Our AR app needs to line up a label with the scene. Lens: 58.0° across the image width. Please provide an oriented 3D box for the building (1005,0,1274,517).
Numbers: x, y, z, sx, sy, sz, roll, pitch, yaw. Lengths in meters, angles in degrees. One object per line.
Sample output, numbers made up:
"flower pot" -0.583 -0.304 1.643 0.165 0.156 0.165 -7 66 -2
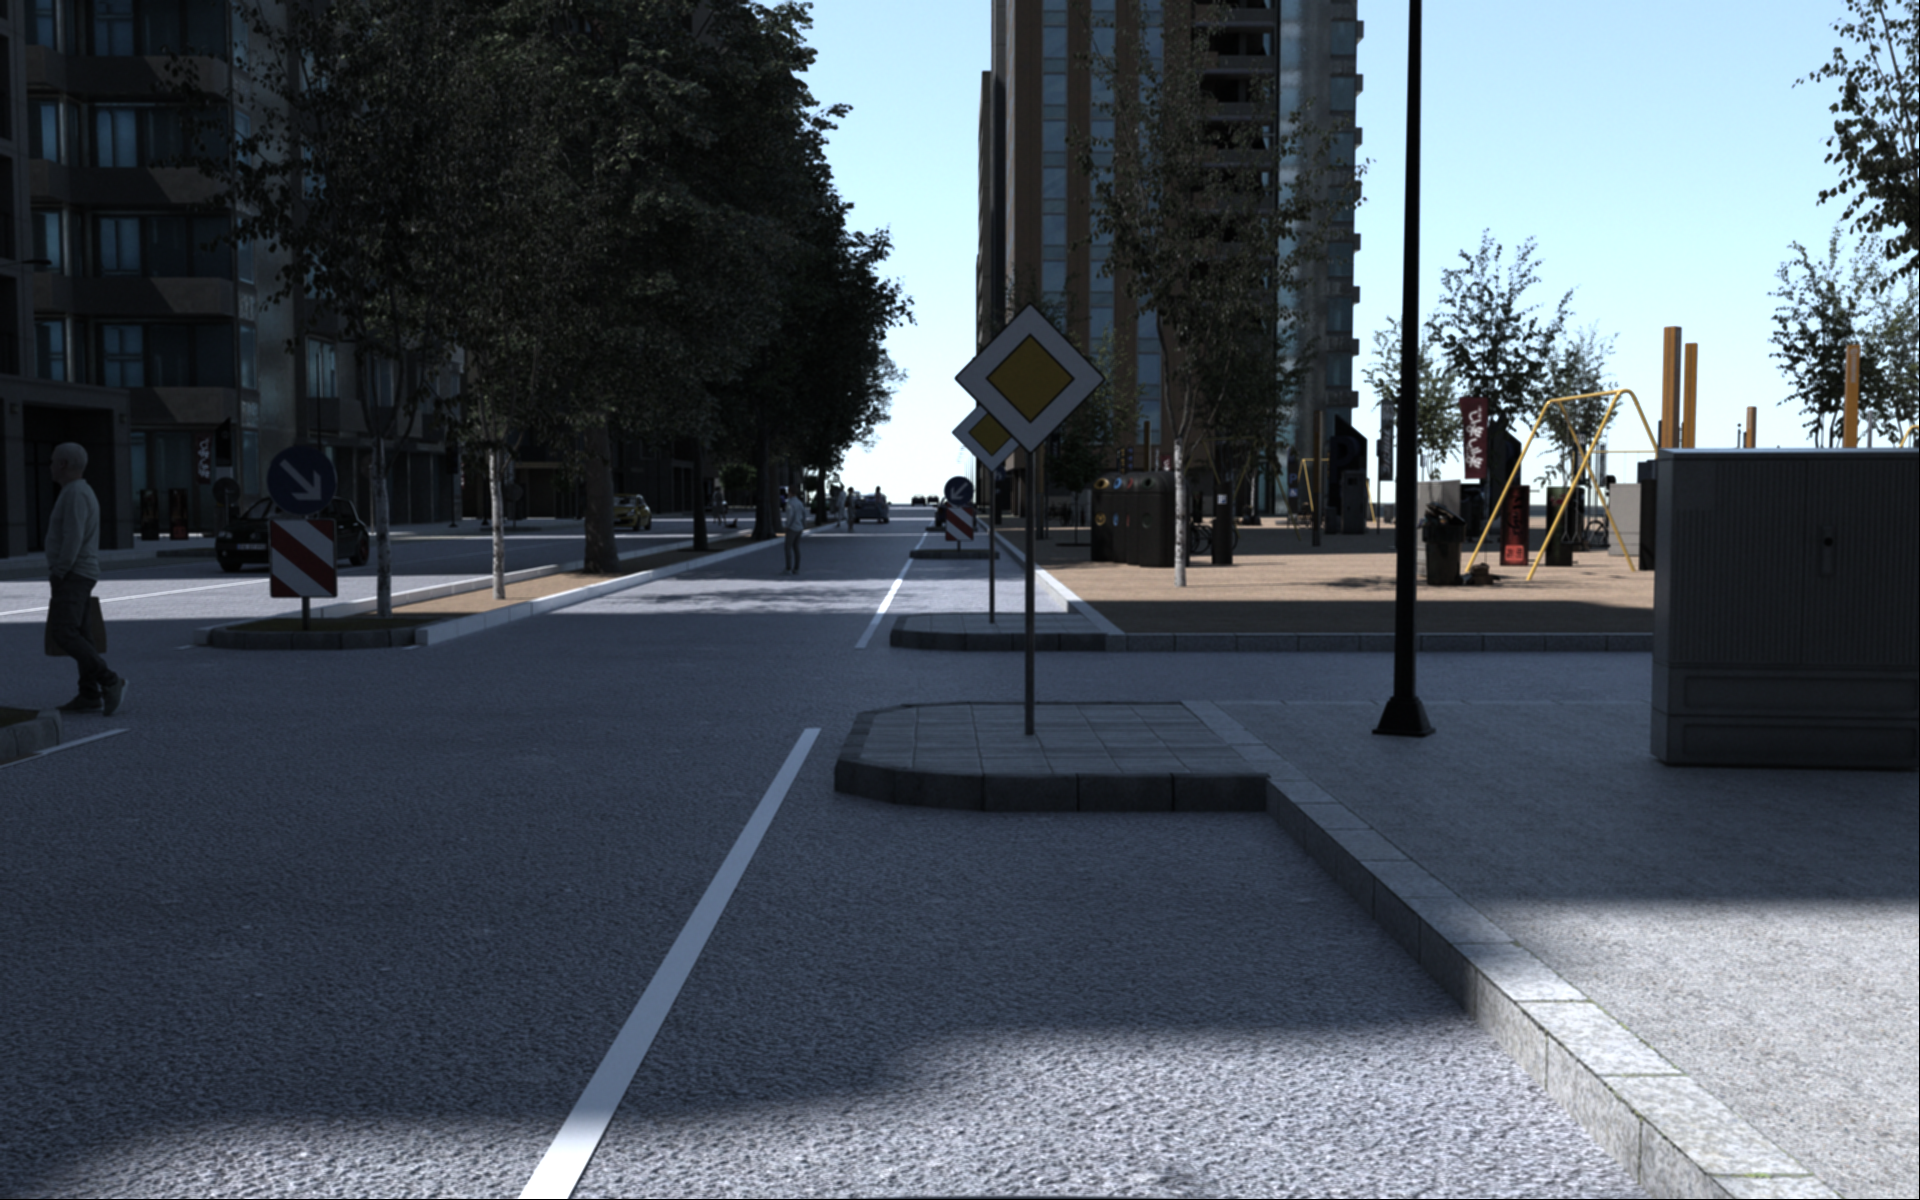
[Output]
"building" 9.807 -27.559 100.693 14.600 45.320 14.200 0 4 0

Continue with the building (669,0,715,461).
"building" -28.617 -30.456 148.065 14.600 45.320 14.200 0 4 0

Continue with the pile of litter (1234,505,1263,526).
"pile of litter" 11.508 -3.448 70.334 1.719 0.858 1.176 0 4 -5

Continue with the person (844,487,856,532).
"person" -4.089 -3.387 64.876 0.522 1.701 0.512 -1 4 -18

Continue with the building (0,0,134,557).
"building" -29.608 -36.437 33.995 20.563 71.187 20.611 0 4 0

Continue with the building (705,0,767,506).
"building" -35.612 -36.733 189.824 28.713 52.752 27.495 0 4 0

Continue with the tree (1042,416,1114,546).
"tree" 2.763 -2.957 42.954 1.663 3.219 1.824 0 3 0

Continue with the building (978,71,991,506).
"building" 12.852 -34.697 190.996 21.300 48.544 21.600 0 4 0

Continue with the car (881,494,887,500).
"car" -10.822 -13.703 233.084 2.155 1.783 4.494 0 4 -1

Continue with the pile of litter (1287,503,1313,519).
"pile of litter" 17.849 -4.632 89.706 1.719 0.858 1.176 3 4 36

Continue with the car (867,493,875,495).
"car" -9.687 -11.178 192.348 1.945 1.707 3.694 0 4 2

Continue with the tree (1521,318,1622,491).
"tree" 25.921 -7.510 73.155 4.360 8.622 3.978 0 3 0

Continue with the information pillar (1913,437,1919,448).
"information pillar" 35.830 -4.487 64.716 0.504 3.616 0.183 0 4 -5

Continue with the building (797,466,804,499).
"building" -29.211 -36.072 239.886 14.600 45.320 14.200 0 4 0

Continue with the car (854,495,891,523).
"car" -4.422 -4.535 86.150 2.014 1.417 4.499 0 4 -1

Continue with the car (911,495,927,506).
"car" -4.978 -12.043 209.482 1.945 1.354 3.894 0 4 -1

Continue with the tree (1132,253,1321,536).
"tree" 8.594 -6.287 53.161 4.737 8.622 4.395 0 3 0

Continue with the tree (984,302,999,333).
"tree" 2.646 -6.815 61.788 4.360 8.622 3.978 0 3 0

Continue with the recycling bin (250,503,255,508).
"recycling bin" -19.433 -2.198 48.487 0.722 1.027 0.722 -1 4 -14

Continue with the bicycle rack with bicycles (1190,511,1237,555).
"bicycle rack with bicycles" 4.543 -1.465 37.337 2.925 0.926 2.852 0 4 -6

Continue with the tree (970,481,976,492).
"tree" 1.108 -14.113 225.352 1.663 3.219 1.824 0 3 0

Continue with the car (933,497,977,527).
"car" -0.201 -3.816 74.977 1.945 1.354 3.894 0 4 -2

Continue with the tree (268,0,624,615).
"tree" -6.224 -4.290 22.956 4.360 8.622 3.978 0 3 0

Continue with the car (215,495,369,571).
"car" -12.792 -1.440 33.332 2.009 1.686 4.222 0 4 0

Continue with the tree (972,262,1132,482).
"tree" 2.452 -6.358 54.321 4.737 8.622 4.395 0 3 0

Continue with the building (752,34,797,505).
"building" -32.443 -41.354 218.136 21.231 58.520 28.212 0 4 0

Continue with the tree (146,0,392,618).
"tree" -6.293 -4.017 18.503 4.360 8.622 3.978 0 3 0

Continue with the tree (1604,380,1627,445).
"tree" 28.642 -8.004 81.229 4.737 8.622 4.395 0 3 0

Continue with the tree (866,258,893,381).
"tree" -6.861 -9.453 63.663 9.857 13.997 8.962 0 3 0

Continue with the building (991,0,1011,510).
"building" 13.205 -37.338 152.477 21.231 58.520 28.212 0 4 0

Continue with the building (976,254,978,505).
"building" 8.902 -26.767 209.342 14.160 30.474 14.107 0 4 0

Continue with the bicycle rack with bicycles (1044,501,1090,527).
"bicycle rack with bicycles" 3.823 -3.328 67.787 2.852 0.926 2.925 0 4 6

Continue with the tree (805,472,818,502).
"tree" -21.683 -16.426 252.282 4.285 4.588 4.351 0 3 0

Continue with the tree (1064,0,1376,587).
"tree" 3.139 -4.475 23.526 4.360 8.622 3.978 0 3 0

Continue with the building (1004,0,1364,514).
"building" 15.165 -30.782 122.902 23.786 49.044 30.456 0 4 0

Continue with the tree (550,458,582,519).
"tree" -20.457 -5.844 90.149 1.663 3.219 1.824 0 3 0

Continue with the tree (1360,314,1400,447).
"tree" 17.559 -7.139 67.080 4.737 8.622 4.395 0 3 0

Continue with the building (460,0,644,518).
"building" -31.922 -27.607 105.993 22.147 44.769 28.867 0 4 0

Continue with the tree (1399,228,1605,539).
"tree" 15.148 -6.025 48.869 4.737 8.622 4.395 0 3 0

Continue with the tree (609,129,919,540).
"tree" -6.074 -8.174 53.104 9.611 12.733 9.660 0 3 0

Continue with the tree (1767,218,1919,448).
"tree" 23.925 -5.928 47.280 4.737 8.622 4.395 0 3 0

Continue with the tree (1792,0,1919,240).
"tree" 11.279 -4.217 19.318 4.360 8.622 3.978 0 3 0

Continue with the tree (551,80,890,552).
"tree" -6.574 -7.018 42.950 9.928 11.665 9.643 0 3 0

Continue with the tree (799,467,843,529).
"tree" -6.397 -7.230 71.024 4.360 8.622 3.978 0 3 0

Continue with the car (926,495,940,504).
"car" -3.860 -14.431 248.519 1.945 1.354 3.894 0 3 0

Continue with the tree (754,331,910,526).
"tree" -6.410 -8.588 77.286 8.767 10.594 7.601 0 4 0

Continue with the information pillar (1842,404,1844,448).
"information pillar" 22.536 -3.219 43.988 0.183 3.616 0.504 0 4 0

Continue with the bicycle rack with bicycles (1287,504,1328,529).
"bicycle rack with bicycles" 13.629 -3.122 64.420 2.925 0.926 2.852 -1 4 -17

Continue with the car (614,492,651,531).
"car" -13.173 -3.512 67.640 2.015 1.641 3.980 0 4 -1

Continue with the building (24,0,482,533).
"building" -33.178 -27.432 68.118 23.786 49.044 30.456 0 4 0

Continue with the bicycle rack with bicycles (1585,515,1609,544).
"bicycle rack with bicycles" 16.897 -1.792 42.677 2.925 0.926 2.852 0 4 3

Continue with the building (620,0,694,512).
"building" -30.516 -42.302 129.890 20.563 71.187 20.611 0 4 0

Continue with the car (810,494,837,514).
"car" -10.038 -7.250 127.337 1.959 1.807 4.718 0 4 -1

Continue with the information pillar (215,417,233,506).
"information pillar" -22.238 -3.733 52.386 0.504 3.616 0.183 0 4 4

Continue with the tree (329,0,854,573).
"tree" -6.465 -7.445 30.843 9.857 13.997 8.962 0 3 0

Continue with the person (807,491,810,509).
"person" -14.348 -9.504 164.602 0.721 1.735 1.217 0 4 -2

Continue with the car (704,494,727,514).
"car" -17.473 -6.868 122.084 2.009 1.686 4.222 0 3 0

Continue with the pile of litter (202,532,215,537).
"pile of litter" -21.840 -2.283 51.295 1.176 0.858 1.719 -2 4 -26

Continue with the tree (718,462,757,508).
"tree" -20.743 -11.291 168.315 4.285 4.588 4.351 0 3 0
